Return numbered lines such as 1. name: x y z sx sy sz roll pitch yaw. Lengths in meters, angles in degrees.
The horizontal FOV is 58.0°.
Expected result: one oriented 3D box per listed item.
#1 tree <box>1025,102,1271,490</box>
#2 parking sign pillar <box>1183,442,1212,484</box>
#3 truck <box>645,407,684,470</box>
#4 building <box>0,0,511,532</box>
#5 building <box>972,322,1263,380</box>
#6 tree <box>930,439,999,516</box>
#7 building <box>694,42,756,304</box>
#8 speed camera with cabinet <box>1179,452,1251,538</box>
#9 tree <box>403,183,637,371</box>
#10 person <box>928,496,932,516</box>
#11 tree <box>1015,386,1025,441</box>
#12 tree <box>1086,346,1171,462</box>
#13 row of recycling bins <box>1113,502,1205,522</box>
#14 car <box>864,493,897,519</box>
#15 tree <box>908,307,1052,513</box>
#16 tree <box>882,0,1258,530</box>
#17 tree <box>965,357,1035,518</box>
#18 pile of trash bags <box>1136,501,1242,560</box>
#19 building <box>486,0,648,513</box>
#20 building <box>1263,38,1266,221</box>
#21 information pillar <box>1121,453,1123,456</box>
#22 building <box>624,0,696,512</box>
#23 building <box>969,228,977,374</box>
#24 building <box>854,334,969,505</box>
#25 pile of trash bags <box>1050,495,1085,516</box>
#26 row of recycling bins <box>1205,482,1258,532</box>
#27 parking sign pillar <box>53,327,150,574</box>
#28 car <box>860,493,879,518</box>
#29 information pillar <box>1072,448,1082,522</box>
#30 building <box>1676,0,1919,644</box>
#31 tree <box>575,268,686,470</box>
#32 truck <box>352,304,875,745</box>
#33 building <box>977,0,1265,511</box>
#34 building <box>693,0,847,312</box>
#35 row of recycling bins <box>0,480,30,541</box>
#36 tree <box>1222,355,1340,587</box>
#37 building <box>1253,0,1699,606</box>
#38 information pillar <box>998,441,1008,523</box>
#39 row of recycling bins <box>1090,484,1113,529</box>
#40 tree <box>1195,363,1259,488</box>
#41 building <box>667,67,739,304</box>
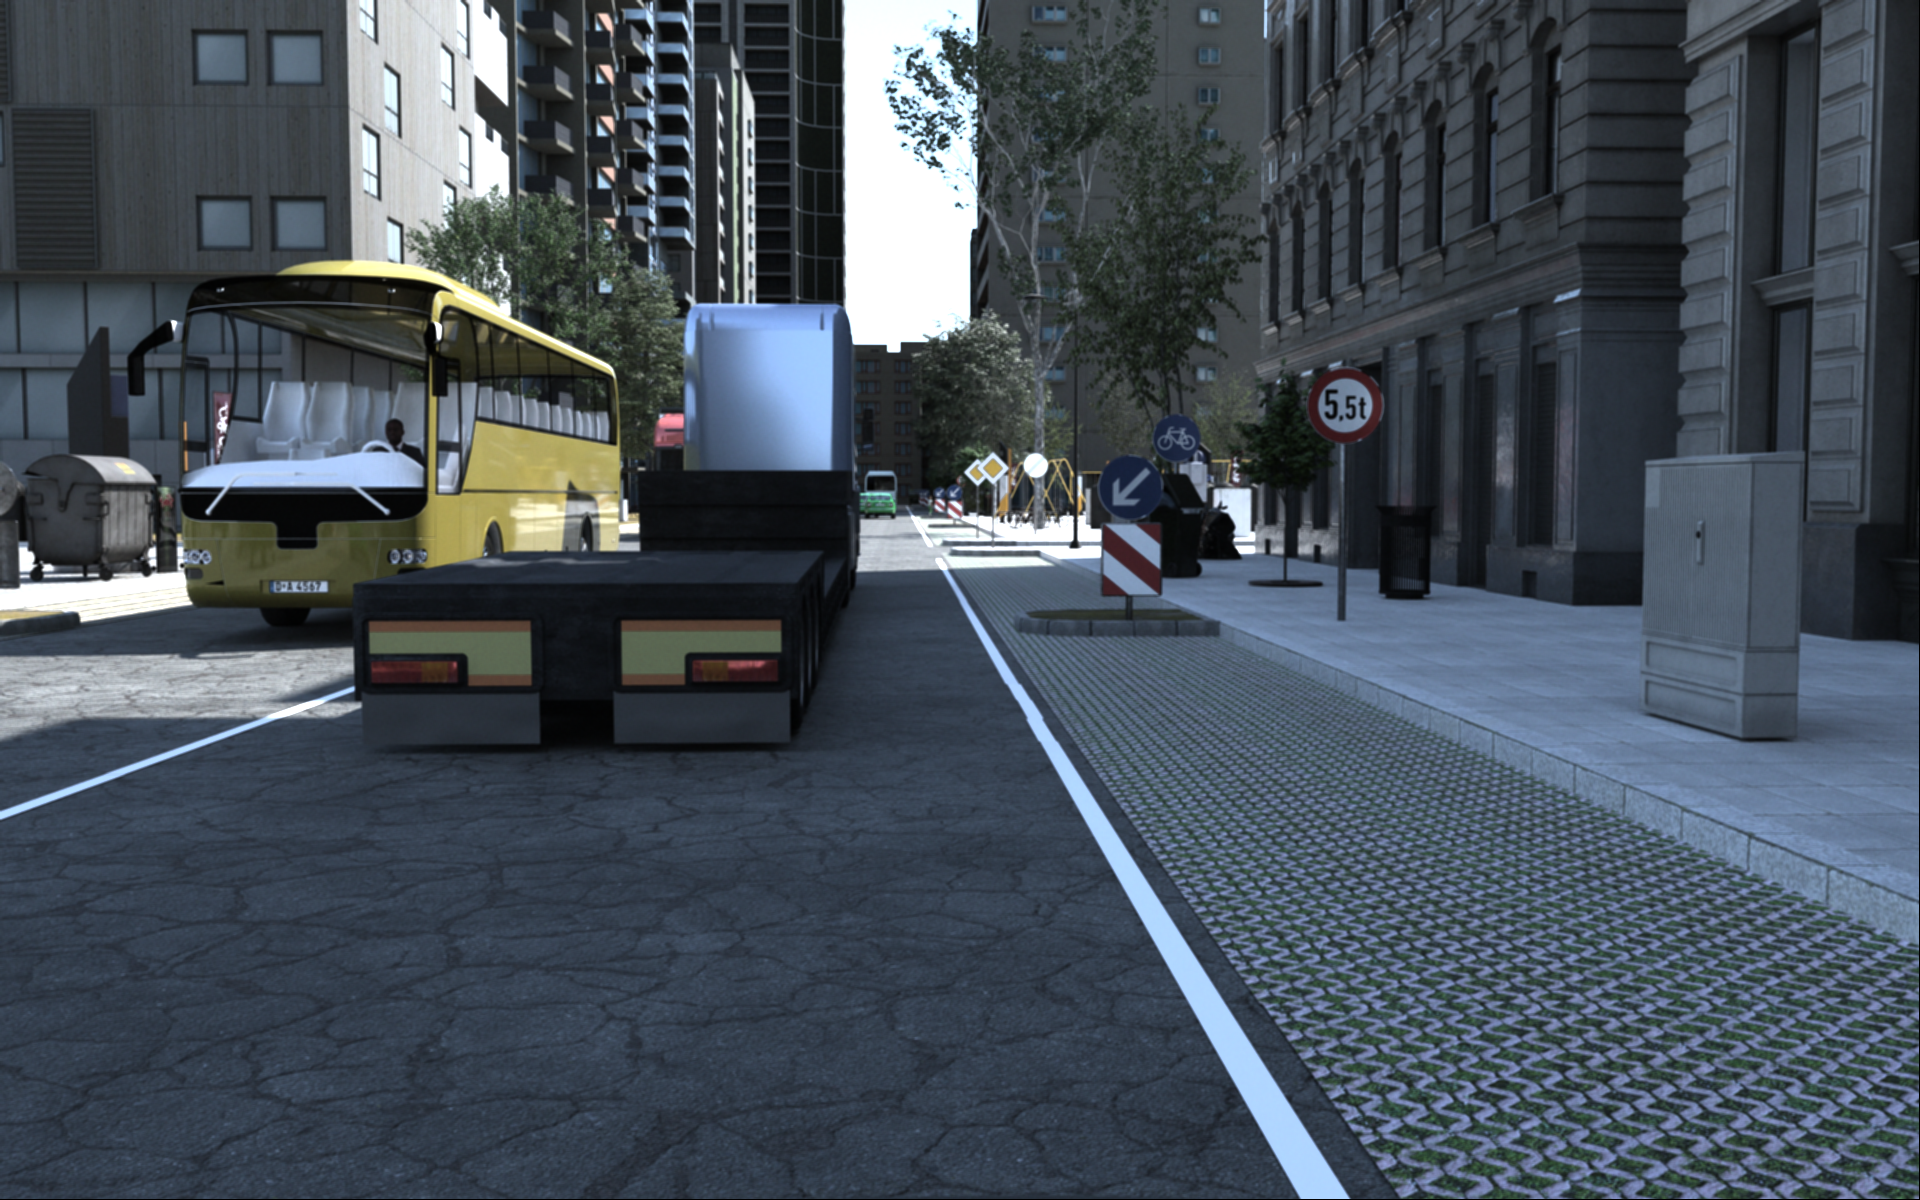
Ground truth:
1. tree: 3.634 -4.986 31.884 4.737 8.622 4.395 0 3 0
2. parking sign pillar: 10.316 -5.315 75.378 1.447 3.967 1.447 -3 5 -41
3. truck: -8.613 -4.233 58.128 2.839 4.237 11.283 0 4 -4
4. building: -34.040 -29.340 68.952 28.713 52.752 27.495 0 4 -2
5. building: 15.555 -19.808 168.901 27.650 21.520 28.899 0 4 -2
6. tree: 1.102 -7.332 103.590 4.285 4.588 4.351 0 3 0
7. building: -33.090 -34.257 183.797 21.600 48.544 21.300 0 4 -2
8. speed camera with cabinet: 7.470 -3.446 50.685 2.038 3.252 0.660 -1 4 -12
9. tree: -14.748 -8.022 56.915 9.928 11.665 9.643 0 3 0
10. person: -1.911 -5.985 110.595 0.306 1.304 0.590 1 4 15
11. tree: 5.267 -9.669 108.447 4.737 8.622 4.395 0 3 0
12. tree: 8.021 -8.188 84.241 4.360 8.622 3.978 0 3 0
13. row of recycling bins: 7.428 -3.354 61.944 3.534 1.692 1.069 0 4 -7
14. car: -4.674 -5.670 101.494 1.959 1.807 4.718 0 4 -3
15. tree: 1.137 -12.947 118.346 9.857 13.997 8.962 0 3 0
16. tree: 4.136 -12.563 61.292 12.611 20.169 13.585 0 3 0
17. tree: 2.123 -8.766 93.684 4.360 8.622 3.978 0 3 0
18. pile of trash bags: 4.476 -1.556 35.196 1.912 1.369 3.447 0 4 -5
19. building: -31.301 -27.572 105.427 22.147 44.769 28.867 0 4 -2
20. building: 44.316 -41.549 221.317 28.212 58.520 21.231 0 4 -2
21. information pillar: 9.304 -6.642 99.949 0.183 3.616 0.504 -1 4 -21
22. building: -31.781 -50.421 137.053 22.319 86.520 31.000 0 4 -2
23. building: 7.968 -25.574 189.839 14.160 30.474 14.107 0 4 -2
24. building: 0.314 -23.197 224.318 28.899 21.520 27.650 0 4 -2
25. pile of trash bags: 6.485 -5.649 102.105 1.912 1.369 3.447 1 4 17
26. row of recycling bins: 10.351 -3.188 59.243 3.534 1.692 1.069 -1 4 -10
27. parking sign pillar: -14.179 -2.449 28.512 1.447 3.967 1.447 3 5 40
28. car: -5.882 -5.987 106.678 1.959 1.807 4.718 0 4 -3
29. information pillar: 5.479 -5.470 80.791 0.504 3.616 0.183 -3 5 -39
30. building: 12.779 -11.018 9.029 11.050 23.489 19.941 0 4 -2
31. tree: -16.086 -10.357 87.469 7.486 12.596 7.792 0 3 0
32. truck: -2.485 -1.774 18.766 2.967 4.110 18.799 0 4 -2
33. building: 12.477 -31.735 142.576 21.300 48.544 21.600 0 4 -2
34. building: -24.816 -47.710 218.304 20.611 71.187 20.563 0 4 -2
35. row of recycling bins: -24.610 -2.465 47.422 3.534 1.692 1.069 0 4 -3
36. tree: 4.561 -1.823 24.402 1.663 3.219 1.824 0 3 0
37. building: 11.396 -10.957 28.302 9.793 20.994 18.267 0 4 -2
38. information pillar: 1.911 -5.180 76.044 0.183 3.616 0.504 -3 5 -41
39. row of recycling bins: 5.984 -3.525 64.742 1.069 1.692 3.534 3 4 37
40. tree: 15.285 -9.045 98.240 4.360 8.622 3.978 0 3 0
41. building: -28.234 -29.204 161.074 14.154 41.232 14.086 0 4 -2
